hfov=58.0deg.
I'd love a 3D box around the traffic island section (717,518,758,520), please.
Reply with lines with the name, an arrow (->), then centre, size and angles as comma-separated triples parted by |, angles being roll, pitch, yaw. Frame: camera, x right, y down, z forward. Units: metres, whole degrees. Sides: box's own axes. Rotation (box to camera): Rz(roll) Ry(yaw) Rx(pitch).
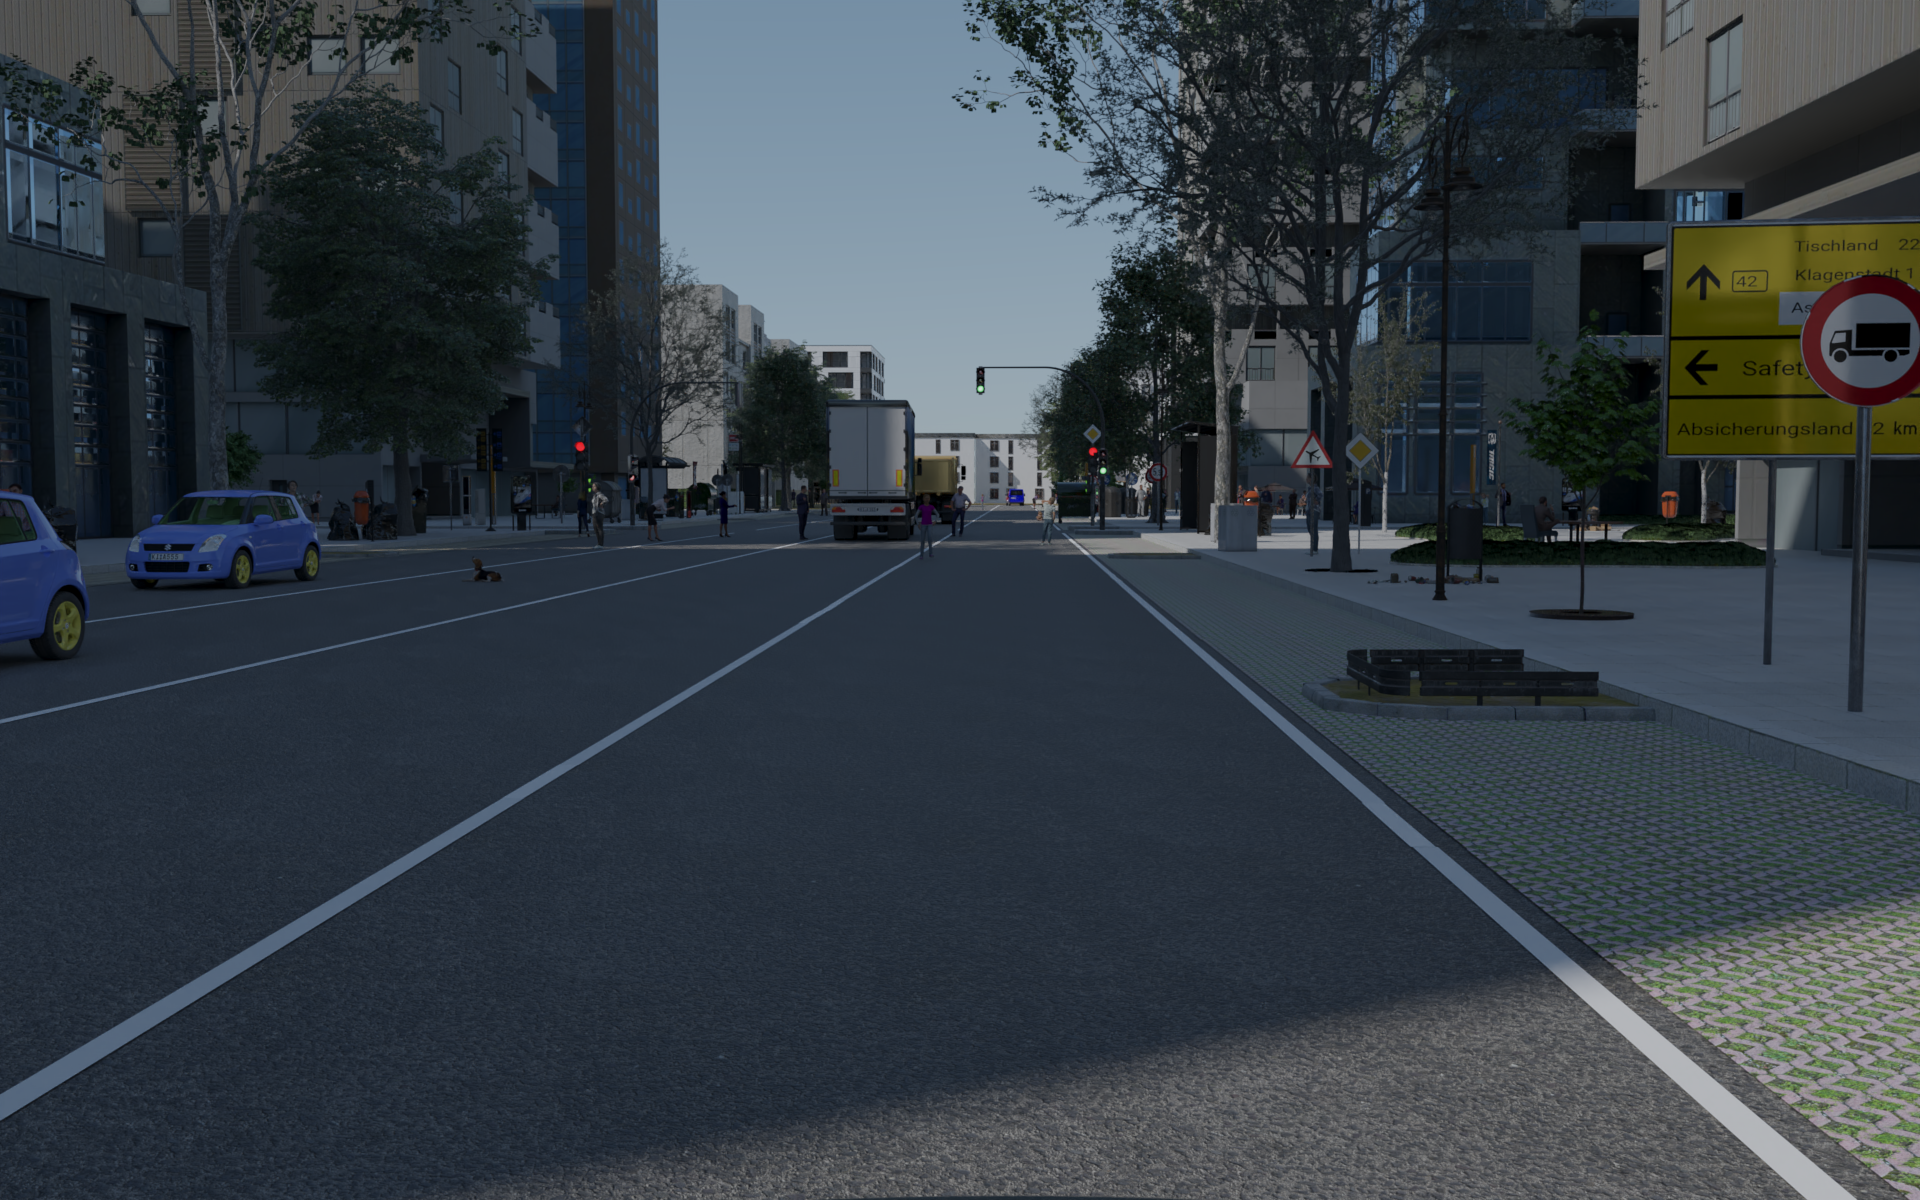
traffic island section -> -12.164, -4.411, 94.982 | 1.991, 0.108, 1.994 | 0, 4, 2

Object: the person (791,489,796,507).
person -> -16.326, -9.910, 168.525 | 0.683, 1.767, 0.568 | -3, 5, -39

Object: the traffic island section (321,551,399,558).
traffic island section -> -14.020, -1.031, 39.729 | 1.991, 0.108, 1.994 | 0, 4, 2

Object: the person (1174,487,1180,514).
person -> 13.713, -6.240, 108.797 | 0.376, 1.734, 0.841 | -3, 5, -41

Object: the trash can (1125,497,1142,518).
trash can -> 9.174, -4.960, 92.747 | 0.748, 1.137, 0.748 | 0, 3, 0

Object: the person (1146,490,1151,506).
person -> 12.844, -6.749, 118.755 | 0.453, 1.535, 0.546 | 0, 4, 6

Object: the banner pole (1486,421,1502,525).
banner pole -> 18.298, -4.236, 59.281 | 0.401, 3.779, 0.863 | -2, 4, -24

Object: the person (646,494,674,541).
person -> -9.171, -2.512, 52.761 | 0.628, 1.438, 0.799 | 2, 4, 33

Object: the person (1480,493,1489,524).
person -> 21.569, -3.742, 71.133 | 0.435, 1.345, 0.340 | 3, 5, 40

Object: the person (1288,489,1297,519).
person -> 16.986, -4.893, 88.309 | 0.482, 1.546, 0.388 | 3, 5, 44

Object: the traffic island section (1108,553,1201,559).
traffic island section -> 4.318, -0.975, 38.808 | 1.991, 0.108, 1.994 | 0, 4, 2

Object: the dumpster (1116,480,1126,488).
dumpster -> 10.635, -7.024, 117.343 | 1.502, 2.255, 1.985 | 0, 4, 2

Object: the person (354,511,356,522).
person -> -26.804, -3.855, 77.357 | 0.655, 0.850, 0.859 | -3, 4, -38

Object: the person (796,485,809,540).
person -> -4.943, -2.753, 54.437 | 0.541, 1.710, 0.530 | -3, 5, -44

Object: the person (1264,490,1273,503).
person -> 16.504, -5.275, 93.114 | 0.655, 1.722, 0.431 | -2, 4, -29

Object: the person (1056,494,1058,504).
person -> 12.185, -12.871, 216.425 | 0.705, 1.831, 1.348 | 1, 4, 19

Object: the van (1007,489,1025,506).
van -> 6.843, -12.609, 210.547 | 2.240, 2.365, 5.245 | 0, 4, 1

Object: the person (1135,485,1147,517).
person -> 9.990, -5.473, 95.678 | 0.875, 1.805, 0.789 | -1, 4, -11

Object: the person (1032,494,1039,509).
person -> 7.164, -9.297, 163.743 | 0.697, 1.427, 0.421 | 0, 4, 3

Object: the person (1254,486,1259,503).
person -> 16.565, -5.570, 97.647 | 0.750, 1.759, 0.617 | 3, 4, 37

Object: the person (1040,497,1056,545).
person -> 2.467, -2.221, 48.728 | 0.435, 1.345, 0.340 | 0, 4, 2

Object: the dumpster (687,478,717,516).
dumpster -> -15.302, -6.116, 102.493 | 1.502, 2.255, 1.985 | 0, 4, 2

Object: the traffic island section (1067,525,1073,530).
traffic island section -> 5.354, -2.902, 69.728 | 2.009, 0.180, 2.903 | 0, 4, 2

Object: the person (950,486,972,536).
person -> -0.015, -3.002, 58.528 | 0.756, 1.711, 0.436 | 2, 4, 28

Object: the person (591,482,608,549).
person -> -9.459, -2.212, 45.384 | 0.376, 1.734, 0.841 | -1, 4, -21

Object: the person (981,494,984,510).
person -> 1.991, -8.932, 157.767 | 0.599, 1.433, 0.991 | 0, 4, 6

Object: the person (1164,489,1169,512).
person -> 14.577, -7.031, 122.475 | 0.415, 1.643, 0.593 | -2, 4, -33

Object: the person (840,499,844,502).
person -> -6.989, -5.847, 104.622 | 0.750, 1.759, 0.617 | 0, 4, 7

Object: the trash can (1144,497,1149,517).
trash can -> 10.356, -5.271, 97.834 | 0.748, 1.137, 0.748 | 0, 3, 0

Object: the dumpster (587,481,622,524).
dumpster -> -15.602, -4.288, 75.871 | 1.264, 1.857, 1.865 | 0, 4, 2

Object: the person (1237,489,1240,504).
person -> 16.191, -5.620, 99.634 | 0.593, 1.614, 0.444 | 2, 4, 35

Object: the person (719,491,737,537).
person -> -7.733, -2.848, 57.438 | 0.453, 1.535, 0.546 | 3, 5, 40

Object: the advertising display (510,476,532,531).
advertising display -> -15.412, -3.403, 60.856 | 0.123, 1.923, 0.974 | 2, 4, 28

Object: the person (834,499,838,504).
person -> -14.600, -12.079, 204.079 | 0.990, 1.755, 0.434 | -1, 4, -12

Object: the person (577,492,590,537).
person -> -12.576, -2.865, 57.879 | 0.613, 1.512, 0.480 | 2, 4, 28

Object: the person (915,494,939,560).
person -> -0.696, -1.593, 37.786 | 0.726, 1.434, 0.776 | -1, 4, -11

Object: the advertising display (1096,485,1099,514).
advertising display -> 8.690, -6.563, 112.518 | 0.974, 1.923, 0.123 | 1, 4, 20

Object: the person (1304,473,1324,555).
person -> 7.501, -1.831, 36.711 | 0.376, 1.734, 0.841 | 1, 4, 10

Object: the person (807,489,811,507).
person -> -14.889, -10.007, 170.187 | 0.750, 1.759, 0.617 | -2, 4, -23

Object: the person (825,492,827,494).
person -> -16.917, -13.090, 219.695 | 0.705, 1.869, 1.348 | 1, 4, 20

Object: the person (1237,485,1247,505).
person -> 14.856, -5.169, 91.249 | 0.565, 1.739, 0.600 | 1, 4, 13

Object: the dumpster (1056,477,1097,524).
dumpster -> 5.640, -4.820, 83.763 | 1.985, 2.255, 1.502 | 0, 4, 2

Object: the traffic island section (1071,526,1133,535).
traffic island section -> 5.086, -2.414, 61.747 | 2.009, 0.180, 2.903 | 0, 4, 2

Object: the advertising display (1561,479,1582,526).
advertising display -> 24.672, -3.941, 69.644 | 0.123, 1.923, 0.974 | -3, 5, -44

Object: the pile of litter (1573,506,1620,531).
pile of litter -> 22.182, -2.838, 60.359 | 1.719, 0.858, 1.176 | 1, 4, 14

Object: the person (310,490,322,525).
person -> -26.808, -3.846, 72.121 | 0.799, 1.438, 0.628 | 1, 4, 21

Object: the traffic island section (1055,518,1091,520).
traffic island section -> 6.177, -4.374, 94.379 | 1.991, 0.108, 1.994 | 0, 4, 2

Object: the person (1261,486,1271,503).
person -> 15.535, -4.951, 87.905 | 0.541, 1.710, 0.530 | 1, 4, 9

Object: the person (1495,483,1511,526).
person -> 21.463, -3.766, 68.431 | 0.655, 1.722, 0.431 | -1, 4, -18

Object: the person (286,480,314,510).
person -> -14.793, -1.786, 38.421 | 0.841, 1.734, 0.376 | -1, 4, -9

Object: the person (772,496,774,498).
person -> -17.864, -9.598, 162.913 | 0.705, 1.831, 1.348 | -2, 4, -27

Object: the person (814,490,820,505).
person -> -17.455, -12.417, 209.204 | 1.348, 1.807, 0.705 | 0, 4, -3

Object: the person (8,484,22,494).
person -> -13.911, -0.923, 25.552 | 0.963, 1.587, 0.435 | -2, 4, -25

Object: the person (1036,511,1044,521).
person -> 4.263, -4.480, 92.226 | 0.381, 0.543, 0.357 | 1, 4, 10

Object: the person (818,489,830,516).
person -> -8.941, -6.409, 113.832 | 0.990, 1.755, 0.434 | 2, 4, 33
